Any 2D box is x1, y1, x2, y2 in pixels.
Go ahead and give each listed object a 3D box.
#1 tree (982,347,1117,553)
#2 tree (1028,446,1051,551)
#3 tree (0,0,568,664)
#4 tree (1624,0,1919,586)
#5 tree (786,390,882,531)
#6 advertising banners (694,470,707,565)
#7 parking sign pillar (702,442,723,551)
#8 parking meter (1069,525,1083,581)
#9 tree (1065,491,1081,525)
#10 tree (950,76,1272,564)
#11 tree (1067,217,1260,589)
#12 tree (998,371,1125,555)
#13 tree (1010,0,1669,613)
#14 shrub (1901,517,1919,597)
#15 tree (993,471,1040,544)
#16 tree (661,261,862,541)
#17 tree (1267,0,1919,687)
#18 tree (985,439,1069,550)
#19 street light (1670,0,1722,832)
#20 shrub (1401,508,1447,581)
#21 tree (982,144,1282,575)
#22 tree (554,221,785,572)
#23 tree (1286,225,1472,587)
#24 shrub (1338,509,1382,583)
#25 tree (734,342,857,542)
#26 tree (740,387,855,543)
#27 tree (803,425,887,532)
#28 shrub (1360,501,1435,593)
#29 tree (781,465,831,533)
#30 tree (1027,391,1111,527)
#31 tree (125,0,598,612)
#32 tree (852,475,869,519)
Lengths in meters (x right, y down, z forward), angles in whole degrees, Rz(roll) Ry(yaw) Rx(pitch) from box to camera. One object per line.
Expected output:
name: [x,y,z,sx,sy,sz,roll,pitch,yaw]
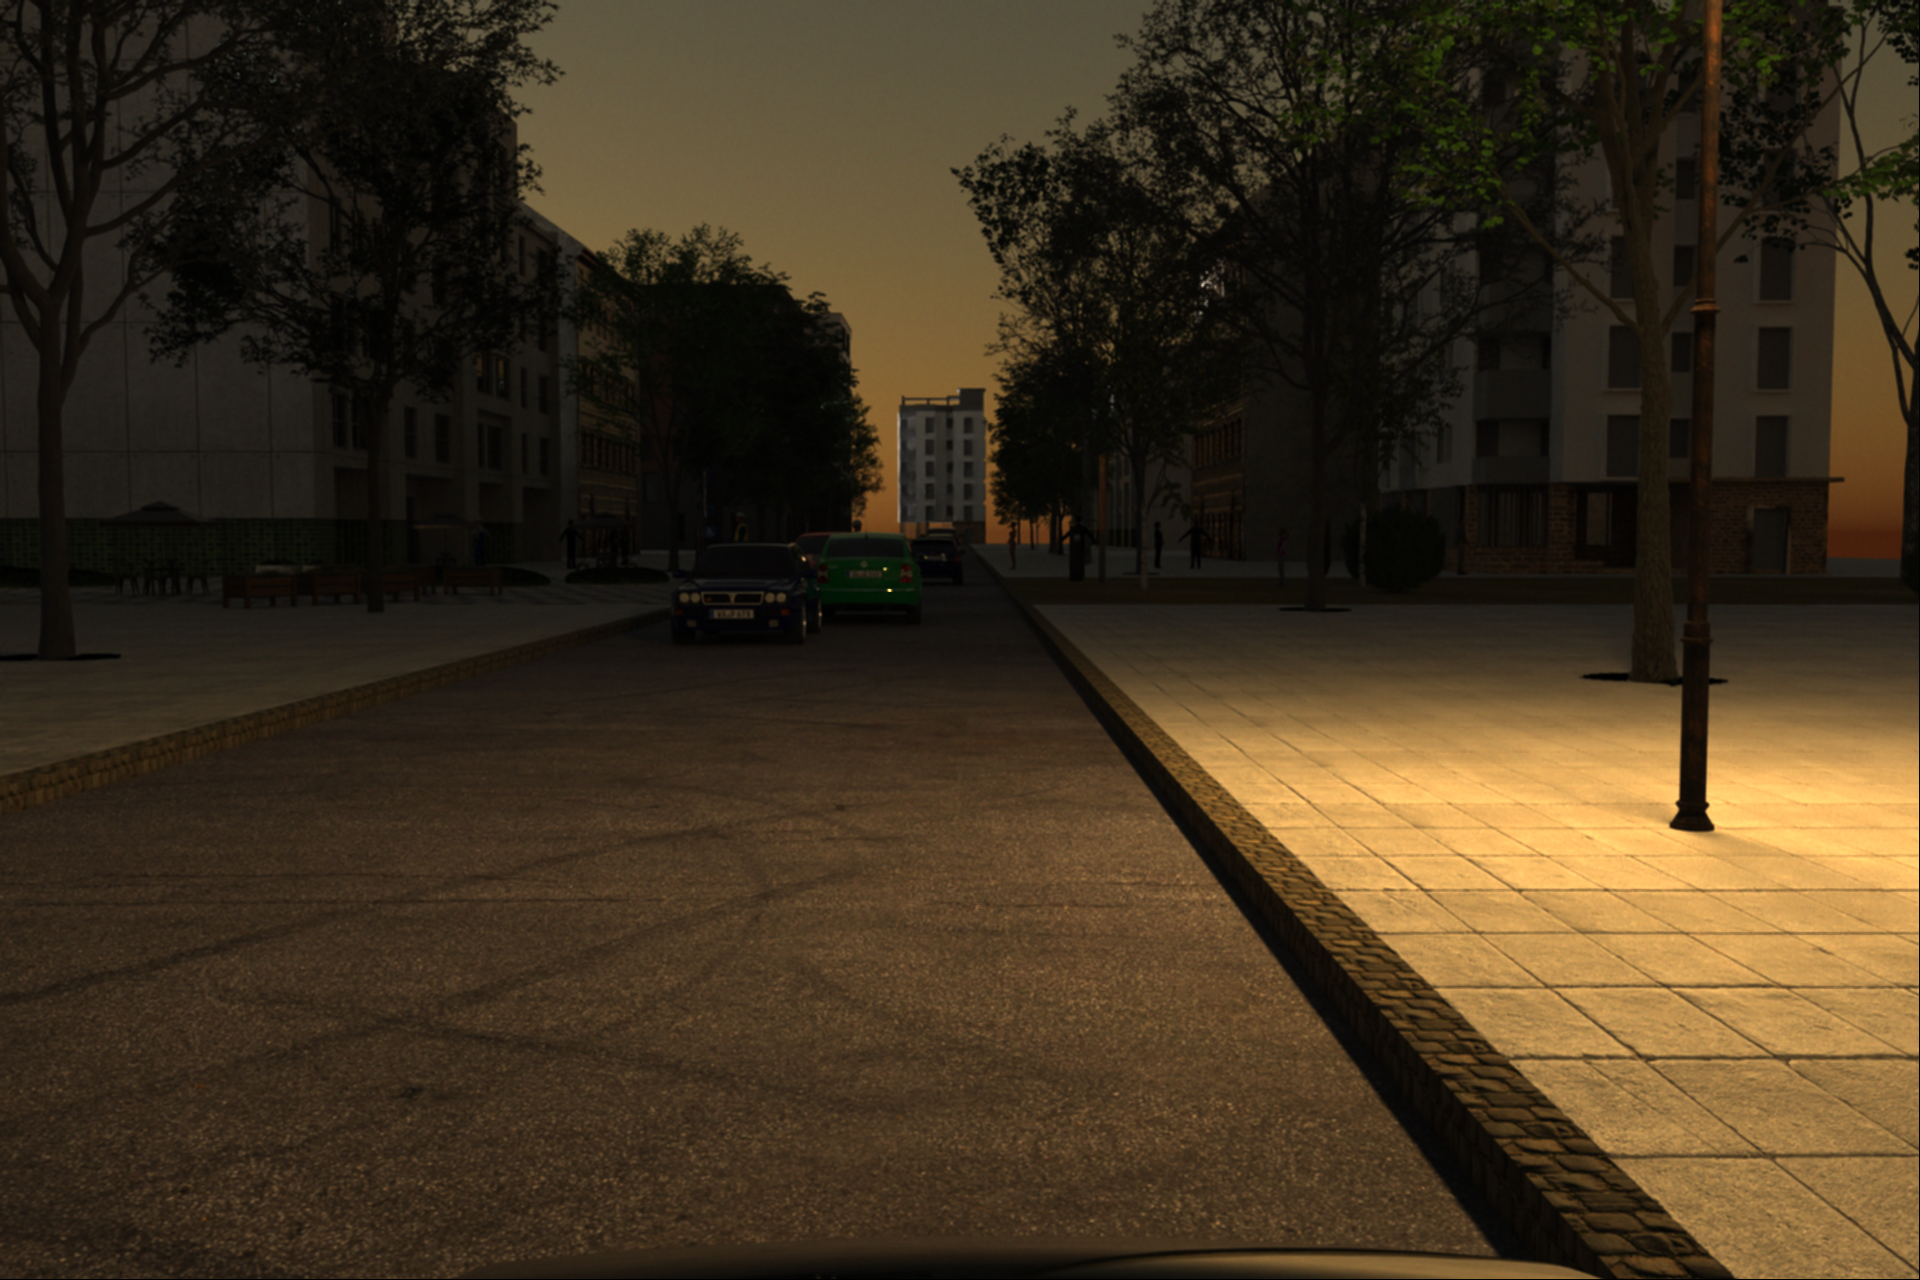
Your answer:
tree: [6.213,-12.751,115.126,9.857,13.997,8.962,0,3,0]
tree: [6.005,-11.006,130.305,4.737,8.622,4.395,0,3,0]
tree: [-9.301,-6.551,17.478,12.009,13.543,11.850,0,3,0]
tree: [23.595,-11.511,44.098,12.611,20.169,13.585,0,3,0]
tree: [-9.217,-12.104,123.652,9.928,11.665,9.643,0,3,0]
advertising banners: [-6.982,-3.091,46.732,0.090,3.025,2.074,0,3,0]
parking sign pillar: [-7.183,-3.786,50.371,1.447,3.967,1.447,0,4,0]
parking meter: [3.156,-2.359,46.985,0.372,1.533,0.369,0,3,0]
tree: [17.370,-18.921,227.487,7.486,12.596,7.792,0,3,0]
tree: [6.325,-13.229,72.178,12.611,20.169,13.585,0,3,0]
tree: [4.524,-5.496,40.215,4.737,8.622,4.395,0,3,0]
tree: [6.139,-10.946,104.720,9.928,11.665,9.643,0,3,0]
tree: [6.072,-7.223,28.462,12.009,13.543,11.850,0,3,0]
shrub: [18.768,-1.762,32.849,1.661,2.075,1.752,0,3,0]
tree: [8.102,-18.834,226.057,7.486,12.596,7.792,0,3,0]
tree: [-9.207,-10.597,79.915,9.857,13.997,8.962,0,3,0]
tree: [5.945,-5.450,14.868,9.928,11.665,9.643,0,3,0]
tree: [5.478,-12.452,138.001,7.601,10.594,8.767,1,4,12]
street light: [3.190,-2.115,7.370,0.468,5.910,1.993,0,4,0]
shrub: [12.586,-2.634,47.489,1.690,2.028,1.600,0,3,0]
tree: [5.658,-8.825,54.661,12.009,13.543,11.850,0,3,0]
tree: [-9.747,-8.120,58.512,9.928,11.665,9.643,0,3,0]
tree: [9.999,-5.591,41.783,4.737,8.622,4.395,0,3,0]
shrub: [10.751,-2.498,45.264,1.690,2.028,1.600,0,3,0]
tree: [-9.559,-10.188,92.330,9.928,11.665,9.643,0,3,0]
tree: [-10.103,-11.010,105.776,9.928,11.665,9.643,0,3,0]
tree: [-9.522,-12.374,136.727,8.767,10.594,7.601,1,4,16]
shrub: [9.498,-2.035,37.688,1.690,2.028,1.600,0,3,0]
tree: [-10.021,-10.002,113.902,4.360,8.622,3.978,0,3,0]
tree: [5.848,-8.272,85.607,4.360,8.622,3.978,0,3,0]
tree: [-9.727,-5.714,27.830,8.767,10.594,7.601,1,4,17]
tree: [-15.370,-17.908,227.200,7.601,10.594,8.767,1,4,9]
